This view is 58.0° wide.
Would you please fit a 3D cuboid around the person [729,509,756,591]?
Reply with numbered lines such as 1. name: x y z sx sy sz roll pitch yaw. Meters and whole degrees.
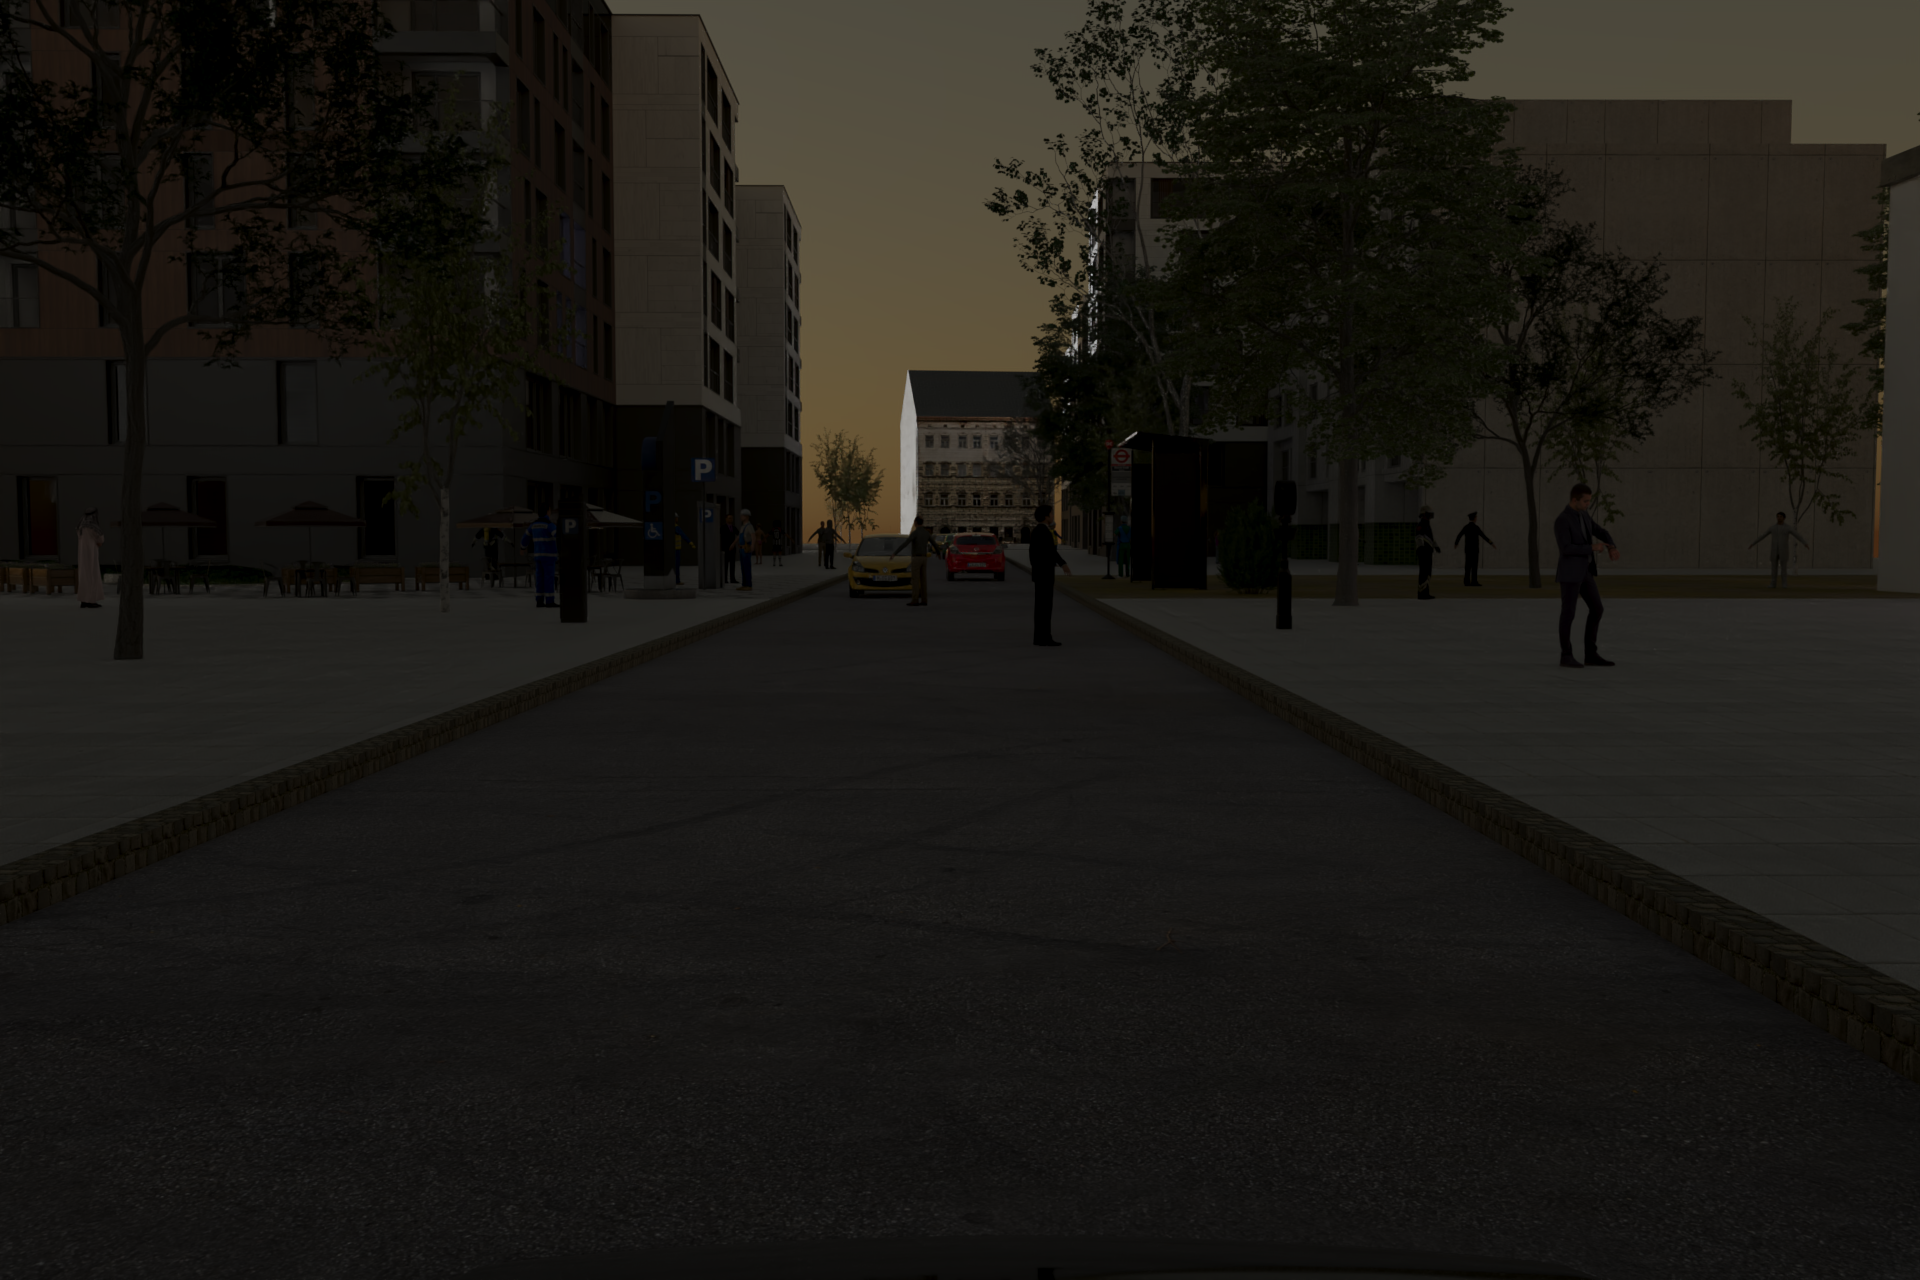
1. person: -4.879 -2.041 39.230 0.705 1.847 1.347 -2 4 -29

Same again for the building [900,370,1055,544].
1. building: 2.031 -24.361 231.688 18.063 23.208 19.493 0 4 -8

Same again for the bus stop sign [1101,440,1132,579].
1. bus stop sign: 4.430 -3.688 48.995 0.855 3.939 0.416 0 4 -1

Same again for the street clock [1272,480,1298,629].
1. street clock: 4.378 -1.148 23.346 0.358 2.002 0.471 0 4 0

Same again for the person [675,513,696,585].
1. person: -7.191 -2.305 43.658 1.349 1.833 0.705 3 5 40

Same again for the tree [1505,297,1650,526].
1. tree: 19.137 -6.275 52.954 4.737 8.622 4.395 0 3 0

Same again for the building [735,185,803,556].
1. building: -24.200 -15.618 99.321 27.936 21.610 32.646 0 4 -1

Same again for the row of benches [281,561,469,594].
1. row of benches: -12.921 -1.419 38.657 4.104 0.672 1.422 -2 4 -31

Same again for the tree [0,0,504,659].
1. tree: -8.254 -5.091 17.659 7.601 10.594 8.767 -3 4 -39

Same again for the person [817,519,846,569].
1. person: -4.736 -3.493 63.233 1.348 1.813 0.705 3 4 36

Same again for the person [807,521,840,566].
1. person: -5.439 -3.820 68.732 1.348 1.796 0.705 -2 4 -24

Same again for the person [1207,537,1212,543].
1. person: 9.940 -4.000 72.121 1.216 1.740 0.721 -2 4 -27

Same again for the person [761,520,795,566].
1. person: -7.254 -3.835 68.840 1.345 1.843 0.704 0 4 6

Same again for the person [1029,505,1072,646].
1. person: 1.107 -0.833 22.269 0.705 1.806 1.347 -1 4 -16

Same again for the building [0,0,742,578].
1. building: -24.118 -13.587 66.114 27.936 21.610 32.646 0 4 -1

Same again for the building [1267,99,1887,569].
1. building: 25.376 -13.017 79.282 16.747 18.905 31.486 0 4 0

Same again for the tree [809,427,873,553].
1. tree: -8.380 -10.336 119.360 4.737 8.622 4.395 0 3 0

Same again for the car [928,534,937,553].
1. car: -1.542 -7.389 130.604 2.009 1.686 4.222 0 3 0

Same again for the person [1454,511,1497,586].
1. person: 12.635 -2.246 42.662 0.705 1.837 1.347 -2 4 -30

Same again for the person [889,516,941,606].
1. person: -0.838 -1.584 34.630 1.348 1.796 0.705 -3 5 -43

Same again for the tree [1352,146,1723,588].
1. tree: 13.682 -6.528 41.150 8.767 10.594 7.601 0 4 0

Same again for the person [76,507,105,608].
1. person: -15.065 -1.427 30.040 0.551 1.740 0.621 2 4 24

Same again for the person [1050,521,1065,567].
1. person: 3.732 -3.759 67.918 0.721 1.772 1.216 -2 4 -32

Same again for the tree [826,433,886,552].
1. tree: -7.835 -10.750 126.131 4.737 8.622 4.395 0 3 0

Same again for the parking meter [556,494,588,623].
1. parking meter: -5.623 -1.185 25.084 0.399 1.863 0.255 0 4 0

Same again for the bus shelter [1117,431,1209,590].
1. bus shelter: 4.958 -3.146 42.716 1.731 3.624 6.357 0 4 1

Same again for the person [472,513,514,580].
1. person: -13.104 -2.610 48.457 1.354 1.856 0.705 1 4 16

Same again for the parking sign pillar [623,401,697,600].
1. parking sign pillar: -5.989 -2.814 34.476 1.447 3.967 1.447 0 4 1

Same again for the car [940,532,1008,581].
1. car: 0.455 -2.768 54.289 2.155 1.783 4.494 0 4 -1

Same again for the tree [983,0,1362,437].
1. tree: 6.958 -12.401 58.637 12.611 20.169 13.585 0 3 0

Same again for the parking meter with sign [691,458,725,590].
1. parking meter with sign: -5.847 -2.706 40.503 0.543 3.016 1.738 0 4 1

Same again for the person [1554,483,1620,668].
1. person: 6.052 -0.620 16.631 0.683 1.767 0.568 -3 5 -40

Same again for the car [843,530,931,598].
1. car: -1.661 -1.834 40.213 2.015 1.641 3.980 0 3 0

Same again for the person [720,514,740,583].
1. person: -5.990 -2.376 45.073 1.346 1.802 0.704 -3 5 -42

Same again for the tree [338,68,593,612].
1. tree: -8.374 -4.774 28.423 4.737 8.622 4.395 0 3 0

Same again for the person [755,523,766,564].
1. person: -8.576 -4.059 73.175 0.721 1.733 1.217 2 4 34

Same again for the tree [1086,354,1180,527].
1. tree: 7.059 -7.414 71.581 4.737 8.622 4.395 0 3 0

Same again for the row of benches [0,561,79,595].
1. row of benches: -20.468 -1.383 38.073 4.104 0.672 1.422 3 5 44

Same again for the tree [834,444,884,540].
1. tree: -7.939 -11.544 139.104 4.737 8.622 4.395 0 3 0

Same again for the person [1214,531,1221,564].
1. person: 11.124 -3.978 74.312 0.599 1.433 0.991 0 4 -6

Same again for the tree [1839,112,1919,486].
1. tree: 26.040 -7.673 43.582 7.486 12.596 7.792 0 3 0

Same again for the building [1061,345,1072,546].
1. building: 25.678 -21.994 203.572 27.936 21.610 32.646 0 4 0

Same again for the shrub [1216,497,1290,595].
1. shrub: 6.234 -2.011 36.929 1.661 2.075 1.752 0 3 0

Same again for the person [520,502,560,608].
1. person: -7.227 -1.485 30.253 1.345 1.831 0.704 2 4 31

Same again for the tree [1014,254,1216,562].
1. tree: 7.377 -10.656 80.877 9.857 13.997 8.962 0 3 0

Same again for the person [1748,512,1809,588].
1. person: 19.407 -2.130 41.019 1.347 1.806 0.705 3 5 40

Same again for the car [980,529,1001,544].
1. car: 0.887 -4.264 79.500 2.009 1.686 4.222 0 4 -1

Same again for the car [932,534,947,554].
1. car: -1.138 -7.056 125.582 2.015 1.641 3.980 0 4 0

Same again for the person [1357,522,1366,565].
1. person: 16.088 -3.969 70.664 1.354 1.858 0.705 -3 5 -44

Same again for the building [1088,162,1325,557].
1. building: 22.036 -16.371 111.637 27.936 21.610 32.646 0 3 0

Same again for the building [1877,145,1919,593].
1. building: 25.291 -5.075 25.129 9.099 9.664 28.070 0 4 0

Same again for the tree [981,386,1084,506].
1. tree: 6.820 -14.060 140.243 12.009 13.543 11.850 0 3 0

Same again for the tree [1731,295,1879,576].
1. tree: 25.707 -6.277 52.986 4.737 8.622 4.395 0 3 0

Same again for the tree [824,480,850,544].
1. tree: -15.619 -17.151 230.774 4.360 8.622 3.978 0 3 0

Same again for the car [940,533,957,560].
1. car: -0.139 -5.511 98.901 1.959 1.807 4.718 0 4 -1

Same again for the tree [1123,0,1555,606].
1. tree: 6.824 -6.914 31.173 7.486 12.596 7.792 0 3 0

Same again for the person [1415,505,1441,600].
1. person: 9.147 -1.717 33.938 0.704 1.845 1.351 2 4 29

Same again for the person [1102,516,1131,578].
1. person: 4.793 -2.735 50.844 1.347 1.817 0.704 -2 4 -27

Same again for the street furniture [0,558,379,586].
1. street furniture: -20.388 -1.842 45.744 10.072 0.657 5.734 1 4 15

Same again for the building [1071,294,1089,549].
1. building: 24.338 -19.585 164.181 27.936 21.610 32.646 0 4 0
